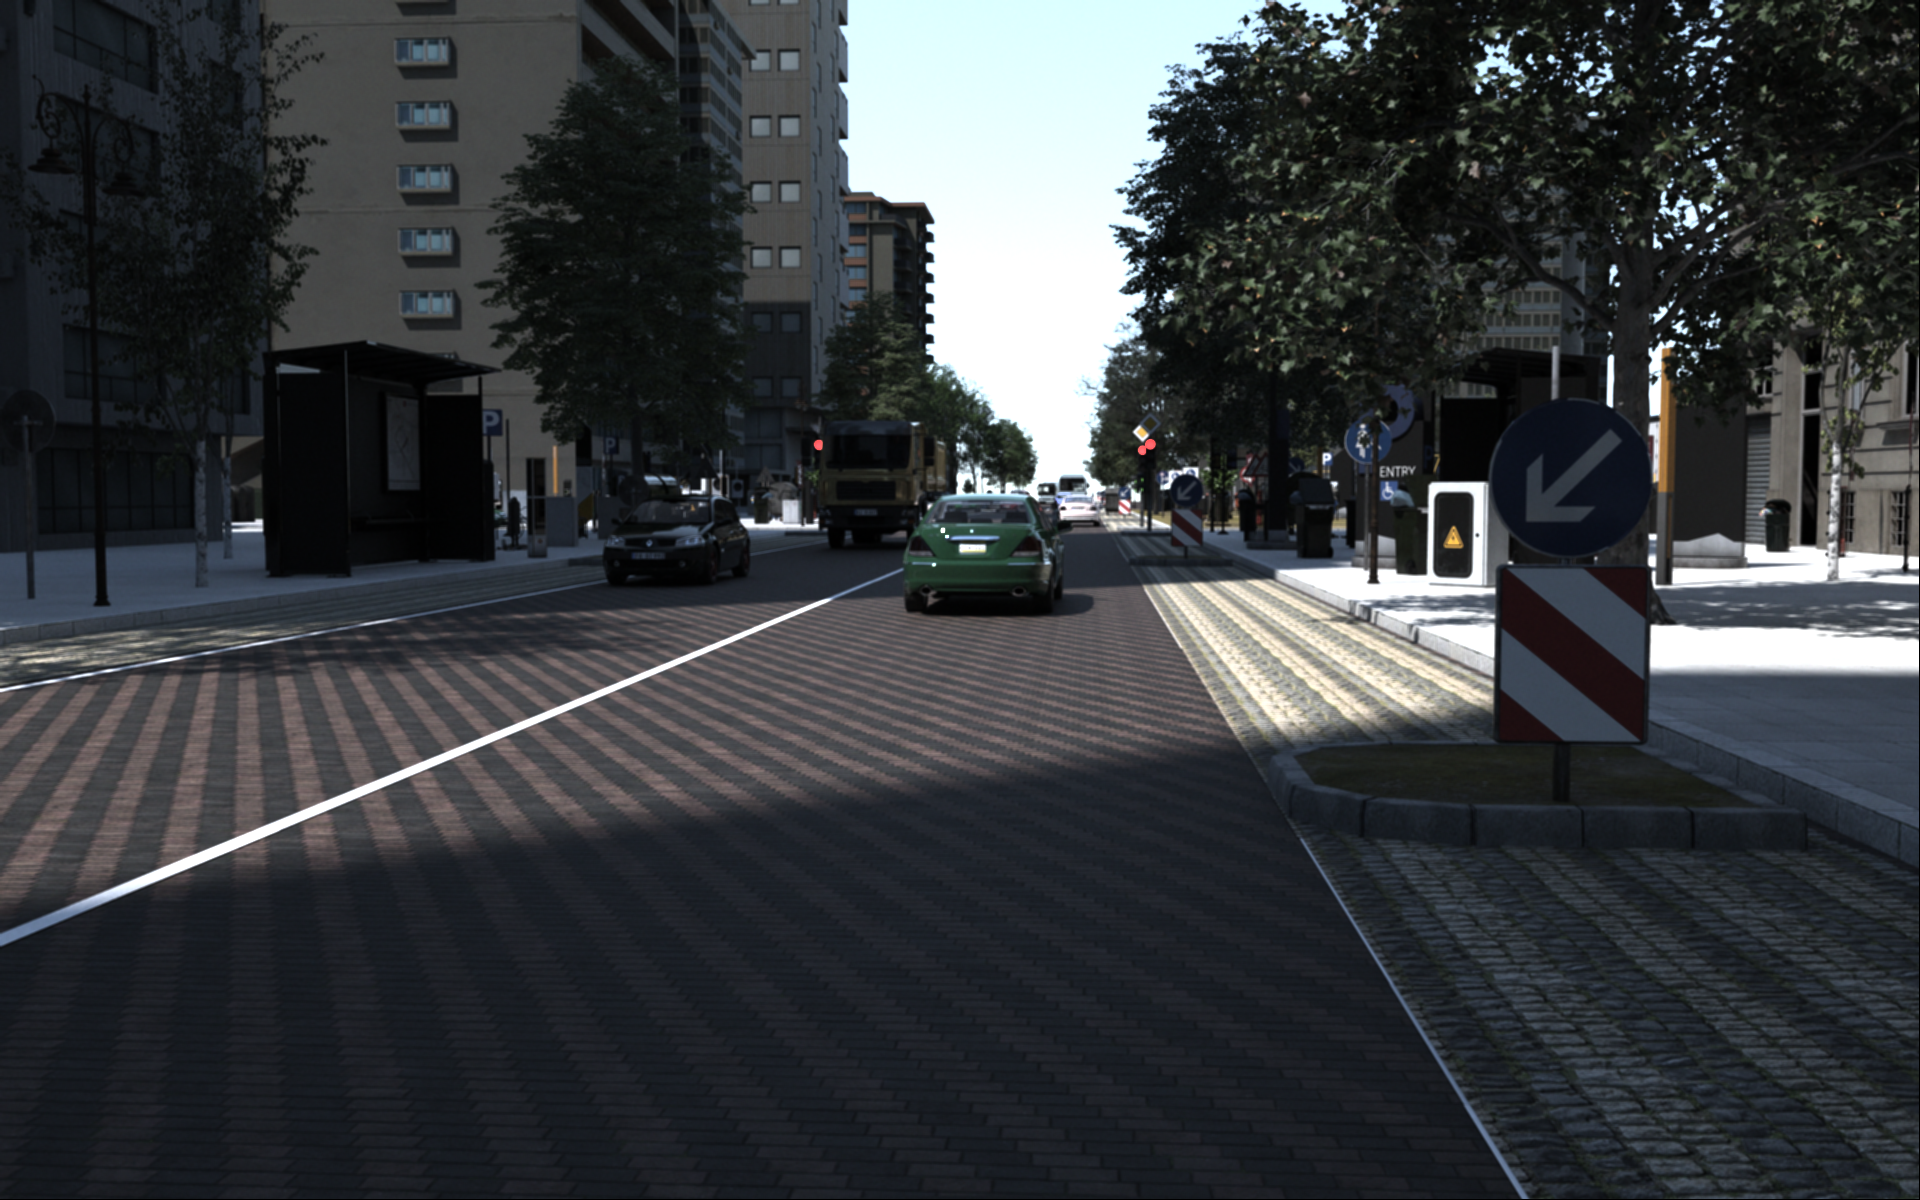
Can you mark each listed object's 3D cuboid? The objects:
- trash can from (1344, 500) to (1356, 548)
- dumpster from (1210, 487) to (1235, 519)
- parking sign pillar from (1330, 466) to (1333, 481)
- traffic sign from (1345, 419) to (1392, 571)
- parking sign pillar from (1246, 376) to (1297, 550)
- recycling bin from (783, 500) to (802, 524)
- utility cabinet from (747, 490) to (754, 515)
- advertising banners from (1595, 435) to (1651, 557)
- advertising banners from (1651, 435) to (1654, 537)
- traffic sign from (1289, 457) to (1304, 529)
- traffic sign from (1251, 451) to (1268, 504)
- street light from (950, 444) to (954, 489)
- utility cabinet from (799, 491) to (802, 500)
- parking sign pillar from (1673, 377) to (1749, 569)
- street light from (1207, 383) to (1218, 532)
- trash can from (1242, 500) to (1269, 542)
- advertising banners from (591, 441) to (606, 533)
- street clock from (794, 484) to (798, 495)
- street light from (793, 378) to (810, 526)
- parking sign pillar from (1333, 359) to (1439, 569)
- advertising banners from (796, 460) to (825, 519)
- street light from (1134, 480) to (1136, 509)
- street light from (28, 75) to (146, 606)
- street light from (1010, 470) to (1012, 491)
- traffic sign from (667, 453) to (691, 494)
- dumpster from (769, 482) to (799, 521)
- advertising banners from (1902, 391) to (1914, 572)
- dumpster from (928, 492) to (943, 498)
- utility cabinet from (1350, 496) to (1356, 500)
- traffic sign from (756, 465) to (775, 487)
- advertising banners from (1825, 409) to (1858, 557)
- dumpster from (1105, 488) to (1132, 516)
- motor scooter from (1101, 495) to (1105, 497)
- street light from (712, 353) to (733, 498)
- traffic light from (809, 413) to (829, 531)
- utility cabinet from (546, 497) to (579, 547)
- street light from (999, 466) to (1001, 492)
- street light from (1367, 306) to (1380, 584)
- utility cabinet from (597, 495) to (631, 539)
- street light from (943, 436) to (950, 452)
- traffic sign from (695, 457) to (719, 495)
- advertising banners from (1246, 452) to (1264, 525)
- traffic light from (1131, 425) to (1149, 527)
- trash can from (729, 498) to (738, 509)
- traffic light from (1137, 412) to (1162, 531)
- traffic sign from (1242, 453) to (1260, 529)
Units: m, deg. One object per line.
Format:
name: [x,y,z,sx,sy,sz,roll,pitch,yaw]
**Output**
trash can: [9.488,-1.804,41.142,0.748,1.137,0.748,0,3,0]
dumpster: [13.348,-5.055,88.410,1.264,1.857,1.865,0,4,4]
parking sign pillar: [20.062,-6.260,90.823,1.447,3.967,1.447,3,5,43]
traffic sign: [6.806,-1.764,28.944,0.768,2.556,0.104,1,4,9]
parking sign pillar: [7.405,-3.169,40.290,1.447,3.967,1.447,1,4,11]
recycling bin: [-7.156,-3.755,73.954,0.722,1.027,0.722,0,4,5]
utility cabinet: [-11.979,-5.741,102.549,1.173,1.500,0.318,0,4,6]
advertising banners: [12.976,-2.406,35.519,2.074,3.025,0.090,1,4,19]
advertising banners: [21.121,-3.379,51.427,2.074,3.025,0.090,1,4,18]
traffic sign: [11.429,-3.621,59.308,0.768,2.556,0.104,1,4,10]
traffic sign: [9.326,-3.238,52.941,0.884,2.594,0.081,0,4,5]
street light: [-0.684,-10.547,145.224,0.468,5.910,1.993,0,4,4]
utility cabinet: [-11.623,-7.250,127.213,0.318,1.500,1.173,0,4,-4]
parking sign pillar: [13.033,-2.556,30.267,1.447,3.967,1.447,2,4,32]
street light: [8.534,-5.238,58.436,0.468,5.910,1.993,0,4,4]
trash can: [7.561,-1.993,44.235,0.748,1.137,0.748,0,3,0]
advertising banners: [-11.832,-3.703,56.732,0.090,3.025,2.074,-2,4,-24]
street clock: [-11.407,-7.083,120.371,0.358,2.002,0.471,-1,4,-15]
street light: [-6.282,-5.889,69.072,0.468,5.910,1.993,0,4,4]
parking sign pillar: [7.591,-2.553,30.217,1.447,3.967,1.447,3,5,44]
advertising banners: [-7.544,-5.675,88.966,2.074,3.025,0.090,-3,4,-36]
street light: [15.184,-10.862,150.388,0.468,5.910,1.993,0,4,4]
street light: [-9.847,-2.869,19.698,0.468,5.910,1.993,0,4,4]
street light: [7.798,-17.746,262.926,0.468,5.910,1.993,0,4,4]
traffic sign: [-8.436,-3.167,51.892,0.768,2.556,0.104,1,4,12]
dumpster: [-8.494,-4.725,83.007,1.264,1.857,1.865,0,4,4]
advertising banners: [15.964,-2.014,29.122,0.090,3.025,2.074,2,4,30]
dumpster: [-1.784,-7.866,134.362,1.264,1.857,1.865,0,4,4]
utility cabinet: [31.619,-7.869,139.822,1.020,1.237,0.306,2,4,35]
traffic sign: [-8.701,-4.736,77.435,0.884,2.594,0.081,1,4,8]
advertising banners: [17.977,-2.390,35.261,0.090,3.025,2.074,3,5,40]
dumpster: [10.485,-6.516,114.760,1.865,1.857,1.264,0,4,5]
motor scooter: [21.838,-15.361,263.923,0.815,1.314,1.986,0,4,3]
street light: [-7.345,-4.958,53.846,0.468,5.910,1.993,0,4,4]
traffic light: [-4.833,-4.363,60.258,0.839,4.253,0.868,0,4,4]
utility cabinet: [-9.836,-1.901,42.246,1.020,1.237,0.306,1,4,13]
street light: [5.314,-15.621,228.198,0.468,5.910,1.993,0,4,4]
street light: [5.917,-3.169,24.609,0.468,5.910,1.993,0,4,4]
utility cabinet: [-9.758,-2.325,49.182,1.020,1.237,0.306,1,4,12]
street light: [-1.308,-10.096,137.853,0.468,5.910,1.993,0,4,4]
traffic sign: [-8.731,-3.654,59.753,0.884,2.594,0.081,1,4,13]
advertising banners: [12.386,-4.614,71.624,0.090,3.025,2.074,-1,4,-23]
traffic light: [7.078,-4.801,67.418,0.839,4.253,0.868,0,4,4]
trash can: [-7.702,-2.781,57.117,0.748,1.137,0.748,0,3,0]
traffic light: [6.499,-4.314,59.454,0.839,4.253,0.868,0,4,4]
traffic sign: [9.312,-3.336,54.550,0.884,2.594,0.081,0,4,8]
